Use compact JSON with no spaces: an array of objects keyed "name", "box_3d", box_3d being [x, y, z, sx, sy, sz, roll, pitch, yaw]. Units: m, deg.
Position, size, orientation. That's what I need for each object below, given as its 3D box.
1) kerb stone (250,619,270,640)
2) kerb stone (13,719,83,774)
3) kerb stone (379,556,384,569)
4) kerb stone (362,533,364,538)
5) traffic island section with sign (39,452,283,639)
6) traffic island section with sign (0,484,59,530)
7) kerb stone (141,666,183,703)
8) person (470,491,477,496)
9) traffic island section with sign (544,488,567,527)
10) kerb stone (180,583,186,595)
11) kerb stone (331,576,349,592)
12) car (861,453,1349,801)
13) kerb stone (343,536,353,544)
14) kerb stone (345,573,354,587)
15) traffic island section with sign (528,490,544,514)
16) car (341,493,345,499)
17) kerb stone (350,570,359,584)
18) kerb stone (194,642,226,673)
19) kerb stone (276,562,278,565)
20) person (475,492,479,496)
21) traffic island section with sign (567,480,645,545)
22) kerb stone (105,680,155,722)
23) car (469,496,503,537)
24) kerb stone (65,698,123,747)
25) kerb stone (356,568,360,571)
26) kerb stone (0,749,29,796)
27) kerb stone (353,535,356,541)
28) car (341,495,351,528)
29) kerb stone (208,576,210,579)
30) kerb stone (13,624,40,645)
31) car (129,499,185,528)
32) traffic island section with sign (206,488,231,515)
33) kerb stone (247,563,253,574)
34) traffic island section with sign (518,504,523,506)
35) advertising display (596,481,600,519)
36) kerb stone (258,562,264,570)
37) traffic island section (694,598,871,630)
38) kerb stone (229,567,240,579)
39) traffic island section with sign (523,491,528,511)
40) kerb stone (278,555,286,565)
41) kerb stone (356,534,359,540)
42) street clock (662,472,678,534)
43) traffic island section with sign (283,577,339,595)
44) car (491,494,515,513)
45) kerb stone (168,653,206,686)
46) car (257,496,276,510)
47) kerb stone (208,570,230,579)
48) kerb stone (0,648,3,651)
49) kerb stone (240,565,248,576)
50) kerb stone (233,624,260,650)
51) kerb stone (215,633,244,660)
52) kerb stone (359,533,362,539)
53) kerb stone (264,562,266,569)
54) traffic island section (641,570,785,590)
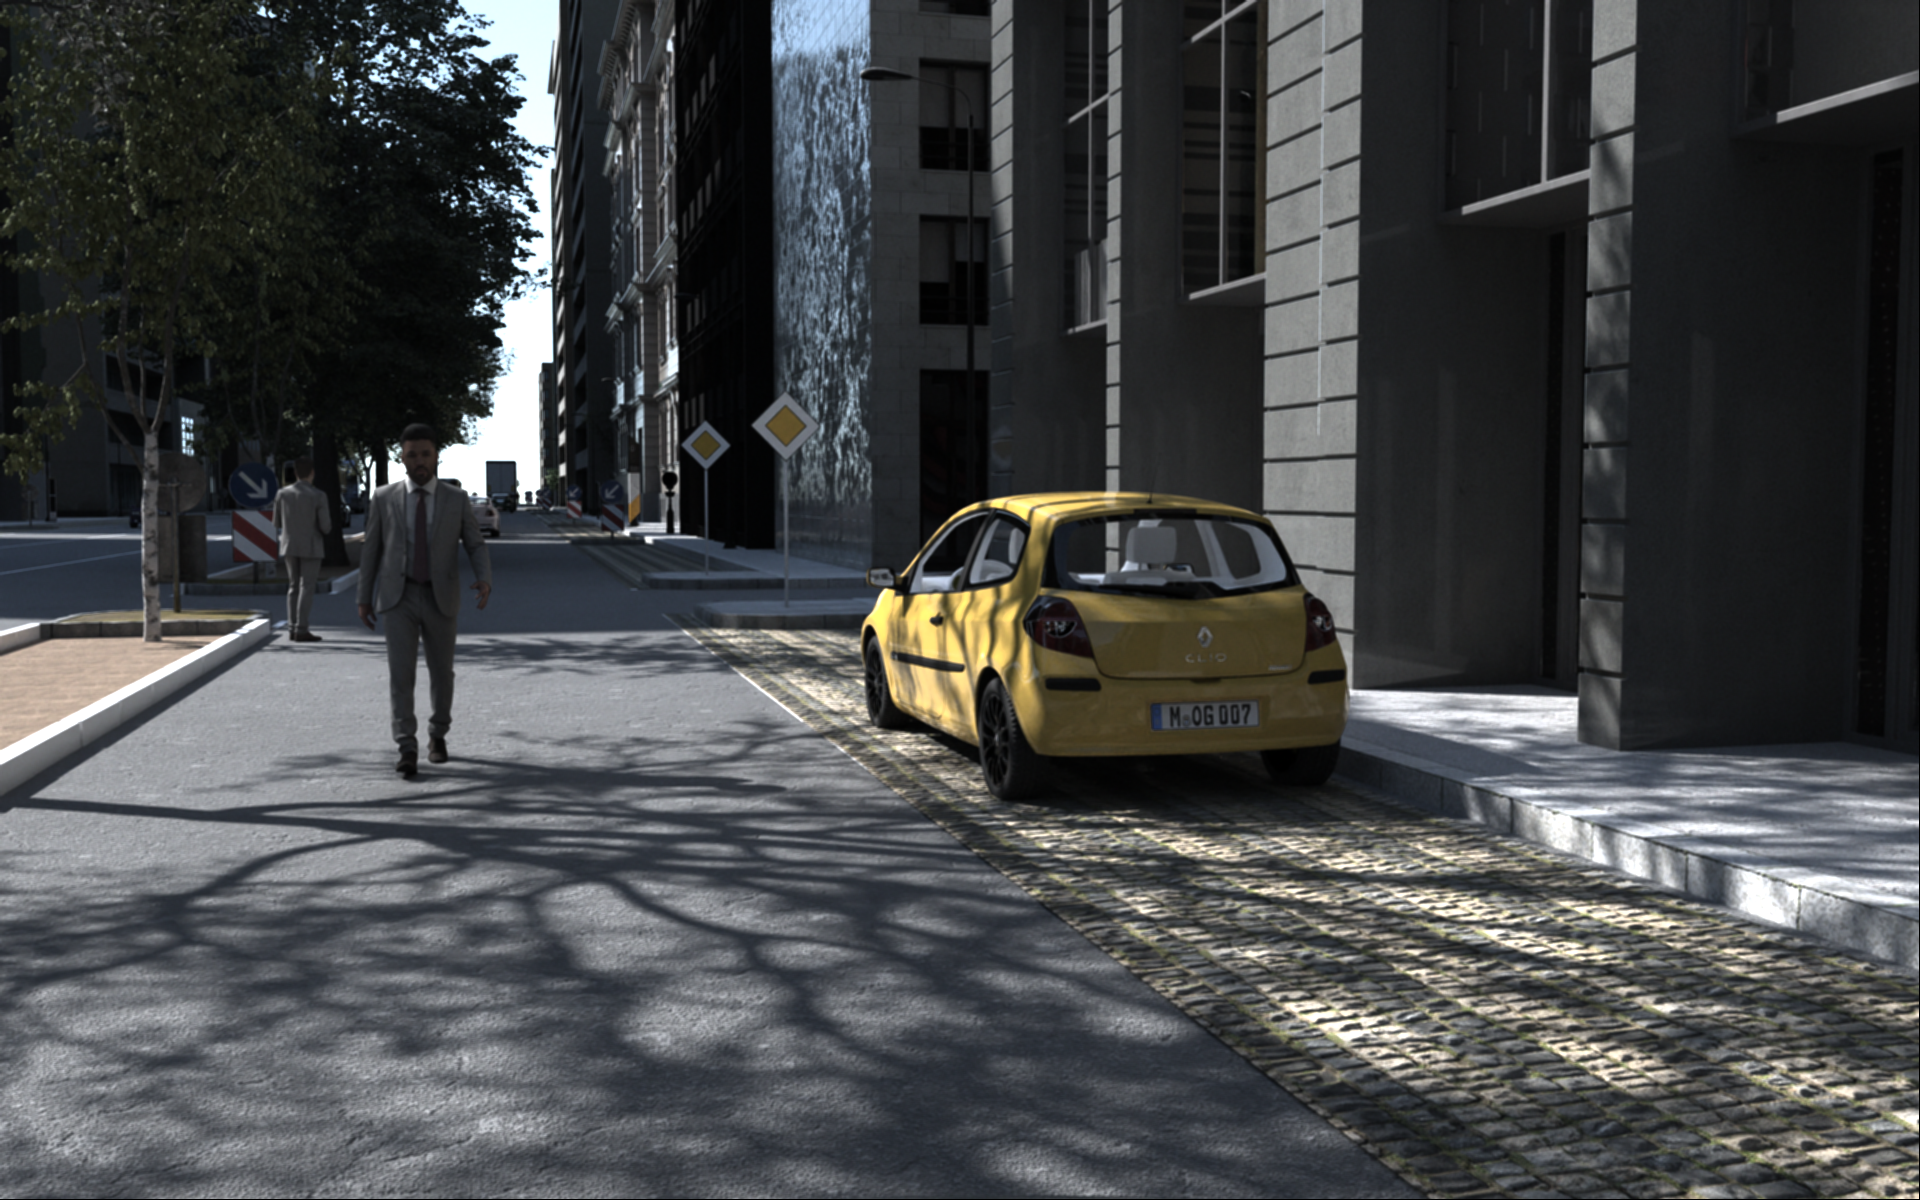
[{"name":"kerb stone","box_3d":[-6.990,0.305,17.214,0.120,0.150,1.000,-1,4,-15]},{"name":"kerb stone","box_3d":[-4.898,0.792,9.281,0.120,0.150,1.000,-1,4,-15]},{"name":"kerb stone","box_3d":[-11.565,-0.759,34.611,0.120,0.150,1.000,-1,4,-15]},{"name":"kerb stone","box_3d":[-19.053,-1.993,54.848,0.120,0.150,1.000,-1,4,-15]},{"name":"traffic island section with sign","box_3d":[-8.352,-0.614,18.181,2.006,1.907,1.989,-1,4,-15]},{"name":"traffic island section with sign","box_3d":[-37.692,-3.757,70.055,1.989,1.847,2.006,-1,4,-15]},{"name":"kerb stone","box_3d":[-5.677,0.609,12.256,0.120,0.150,1.000,-1,4,-15]},{"name":"person","box_3d":[-60.875,-12.754,216.972,1.348,1.831,0.705,-2,4,-30]},{"name":"traffic island section with sign","box_3d":[-16.917,-4.077,75.283,1.989,1.847,2.006,-1,4,-15]},{"name":"kerb stone","box_3d":[-11.233,-0.178,25.114,0.120,0.150,1.000,-1,4,-15]},{"name":"kerb stone","box_3d":[-9.211,-0.214,25.692,0.120,0.150,1.000,-1,4,-15]},{"name":"car","box_3d":[0.588,0.035,9.647,2.015,1.641,3.980,-1,4,-15]},{"name":"kerb stone","box_3d":[-18.009,-1.754,50.873,0.120,0.150,1.000,-1,4,-15]},{"name":"kerb stone","box_3d":[-9.480,-0.274,26.681,0.120,0.150,1.000,-1,4,-15]},{"name":"traffic island section with sign","box_3d":[-29.501,-7.001,123.102,1.989,1.847,2.006,-1,4,-15]},{"name":"car","box_3d":[-40.625,-6.268,111.158,2.281,1.827,5.304,-1,4,-15]},{"name":"kerb stone","box_3d":[-9.730,-0.335,27.672,0.120,0.150,1.000,-1,4,-15]},{"name":"kerb stone","box_3d":[-6.197,0.487,14.234,0.120,0.150,1.000,-1,4,-15]},{"name":"kerb stone","box_3d":[-13.580,-0.724,34.031,0.120,0.150,1.000,-1,4,-15]},{"name":"person","box_3d":[-61.275,-12.852,219.356,1.217,1.735,0.721,-1,4,-15]},{"name":"traffic island section with sign","box_3d":[-10.004,-2.473,49.060,1.989,1.847,2.006,-1,4,-15]},{"name":"kerb stone","box_3d":[-5.416,0.669,11.265,0.120,0.150,1.000,-1,4,-15]},{"name":"car","box_3d":[-16.586,-2.839,58.773,2.083,1.381,4.827,-1,4,-14]},{"name":"kerb stone","box_3d":[-5.151,0.730,10.271,0.120,0.150,1.000,-1,4,-15]},{"name":"kerb stone","box_3d":[-9.997,-0.395,28.659,0.120,0.150,1.000,-1,4,-15]},{"name":"kerb stone","box_3d":[-4.632,0.850,8.293,0.120,0.150,1.000,-1,4,-15]},{"name":"kerb stone","box_3d":[-18.270,-1.815,51.872,0.120,0.150,1.000,-1,4,-15]},{"name":"car","box_3d":[-26.996,-3.915,73.793,2.009,1.686,4.222,-1,4,-15]},{"name":"kerb stone","box_3d":[-11.493,-0.239,26.103,0.120,0.150,1.000,-1,4,-15]},{"name":"kerb stone","box_3d":[-9.016,0.338,16.684,0.120,0.150,1.000,-1,4,-15]},{"name":"car","box_3d":[-34.596,-3.797,74.661,1.945,1.354,3.894,-1,4,-15]},{"name":"traffic island section with sign","box_3d":[-50.448,-6.723,118.554,1.989,1.847,2.006,-1,4,-15]},{"name":"kerb stone","box_3d":[-12.793,-0.539,31.058,0.120,0.150,1.000,-1,4,-15]},{"name":"traffic island section with sign","box_3d":[-50.615,-11.912,203.383,1.989,1.847,2.006,-1,4,-15]},{"name":"advertising display","box_3d":[-18.450,-5.083,88.324,0.123,1.923,0.974,0,4,-6]},{"name":"kerb stone","box_3d":[-13.057,-0.602,32.046,0.120,0.150,1.000,-1,4,-15]},{"name":"traffic island section","box_3d":[-1.918,0.163,19.619,2.009,0.180,2.903,-1,4,-15]},{"name":"kerb stone","box_3d":[-12.273,-0.421,29.072,0.120,0.150,1.000,-1,4,-15]},{"name":"traffic island section with sign","box_3d":[-36.591,-8.653,150.106,1.989,1.847,2.006,-1,4,-15]},{"name":"kerb stone","box_3d":[-14.100,-0.845,36.012,0.120,0.150,1.000,-1,4,-15]},{"name":"kerb stone","box_3d":[-18.531,-1.876,52.865,0.120,0.150,1.000,-1,4,-15]},{"name":"street clock","box_3d":[-9.381,-3.148,56.043,0.471,2.002,0.358,1,4,23]},{"name":"traffic island section with sign","box_3d":[-10.228,-1.053,25.347,2.006,1.907,1.989,-1,4,-15]},{"name":"car","box_3d":[-34.866,-7.326,131.583,2.131,1.459,4.920,-1,4,-14]},{"name":"kerb stone","box_3d":[-5.938,0.547,13.245,0.120,0.150,1.000,-1,4,-15]},{"name":"car","box_3d":[-46.357,-6.341,116.256,1.945,1.354,3.894,-1,4,-15]},{"name":"kerb stone","box_3d":[-12.017,-0.354,28.082,0.120,0.150,1.000,-1,4,-15]},{"name":"kerb stone","box_3d":[-8.752,0.398,15.691,0.120,0.150,1.000,-1,4,-15]},{"name":"kerb stone","box_3d":[-12.539,-0.478,30.060,0.120,0.150,1.000,-1,4,-15]},{"name":"kerb stone","box_3d":[-6.721,0.365,16.227,0.120,0.150,1.000,-1,4,-15]},{"name":"kerb stone","box_3d":[-6.464,0.426,15.234,0.120,0.150,1.000,-1,4,-15]},{"name":"kerb stone","box_3d":[-18.791,-1.936,53.860,0.120,0.150,1.000,-1,4,-15]},{"name":"kerb stone","box_3d":[-13.314,-0.663,33.040,0.120,0.150,1.000,-1,4,-15]},{"name":"traffic island section","box_3d":[-3.950,-0.310,27.342,2.009,0.180,2.903,-1,4,-15]}]
